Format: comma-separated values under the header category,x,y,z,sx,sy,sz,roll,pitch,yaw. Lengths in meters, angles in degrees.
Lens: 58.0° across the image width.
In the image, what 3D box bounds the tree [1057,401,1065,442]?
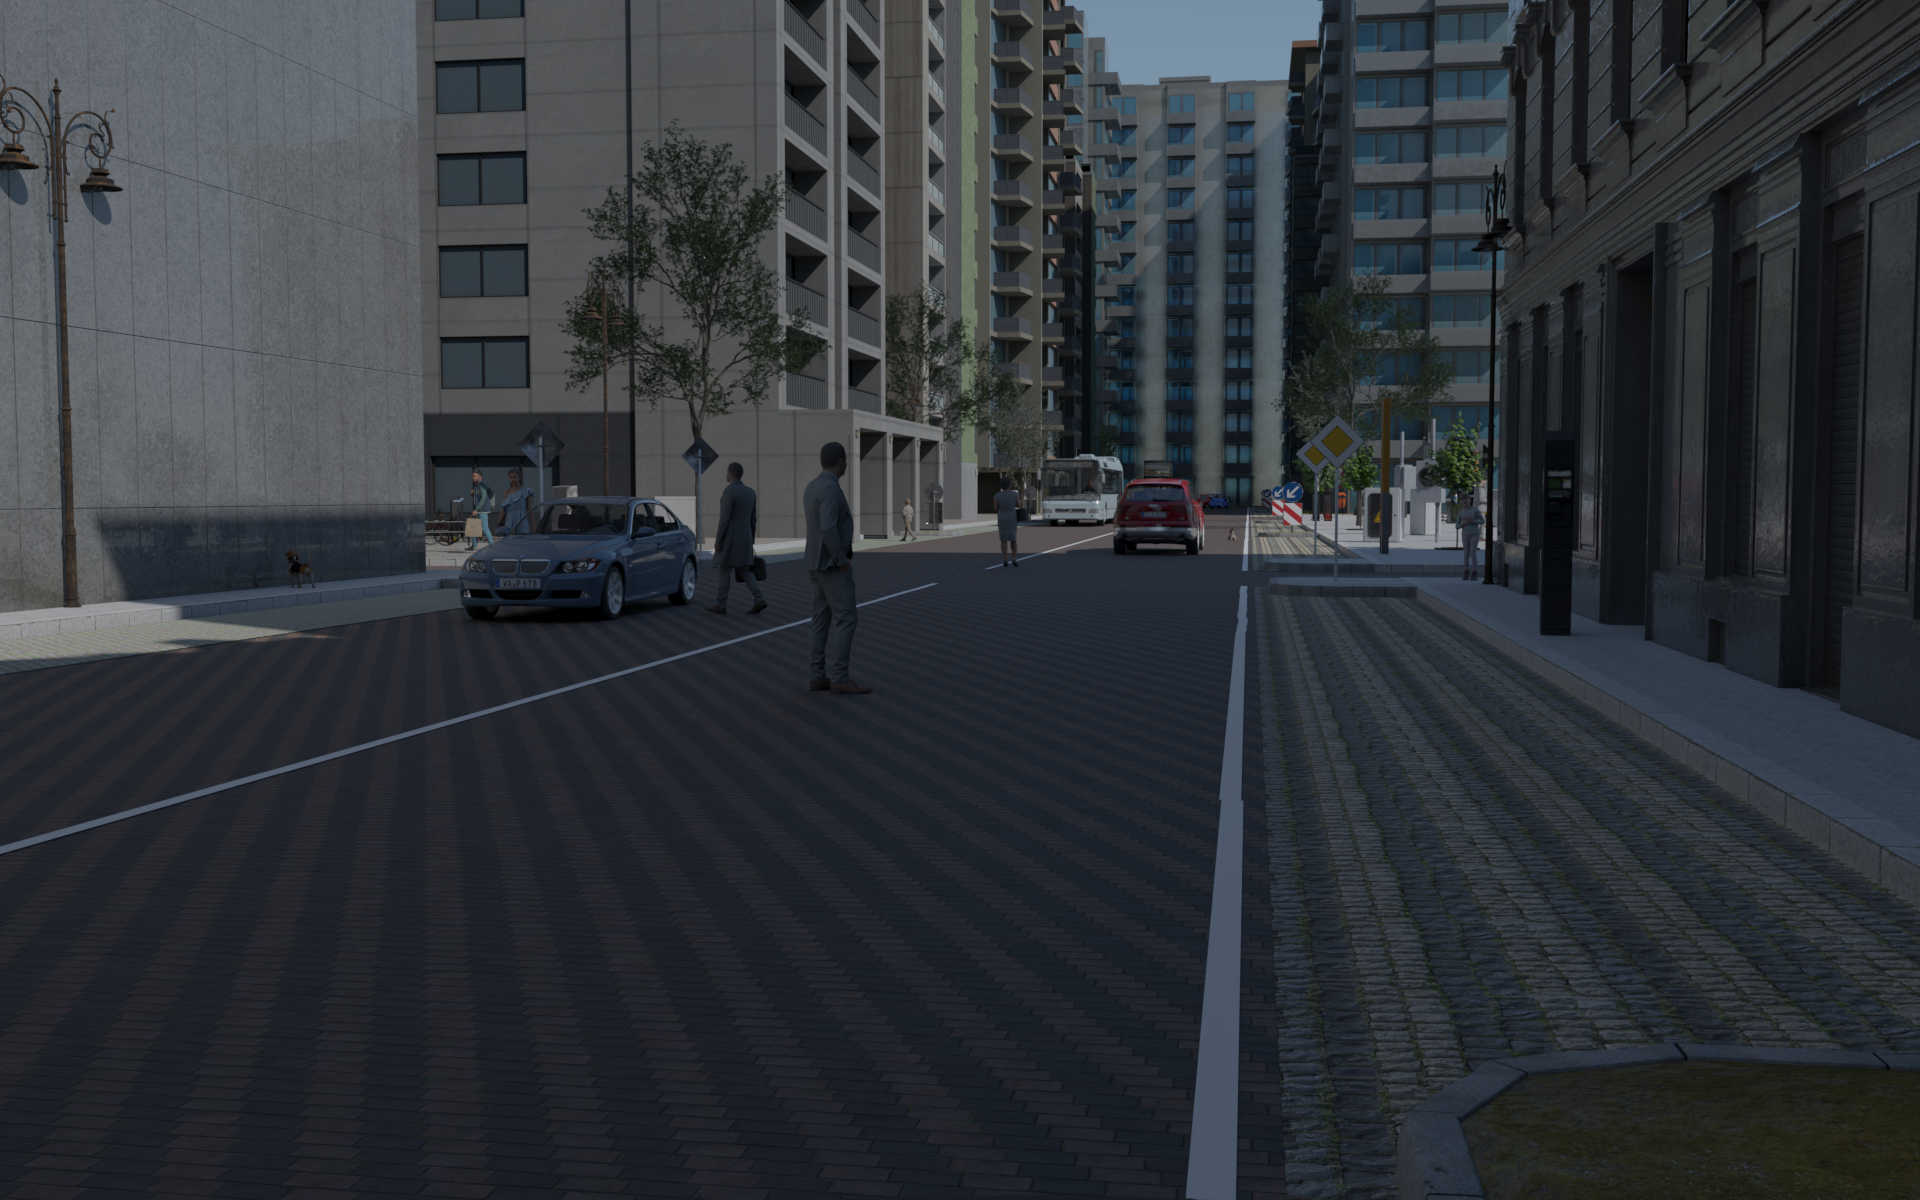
category,x,y,z,sx,sy,sz,roll,pitch,yaw
tree,4.280,-9.637,107.924,4.360,8.622,3.978,0,3,0

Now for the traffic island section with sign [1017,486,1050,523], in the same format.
category,x,y,z,sx,sy,sz,roll,pitch,yaw
traffic island section with sign,3.509,-4.737,86.076,1.989,1.847,2.006,1,4,9

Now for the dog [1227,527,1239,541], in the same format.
category,x,y,z,sx,sy,sz,roll,pitch,yaw
dog,8.525,-2.051,53.731,0.748,0.427,0.550,-3,5,-43

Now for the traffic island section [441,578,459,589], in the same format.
category,x,y,z,sx,sy,sz,roll,pitch,yaw
traffic island section,-6.629,-0.313,27.397,2.009,0.180,2.903,1,4,9

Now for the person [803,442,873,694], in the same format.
category,x,y,z,sx,sy,sz,roll,pitch,yaw
person,-0.944,-0.243,12.578,0.391,1.810,0.635,-2,4,-30

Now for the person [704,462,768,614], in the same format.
category,x,y,z,sx,sy,sz,roll,pitch,yaw
person,-2.691,-0.742,20.730,0.767,1.812,0.694,2,4,30

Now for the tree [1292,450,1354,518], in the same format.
category,x,y,z,sx,sy,sz,roll,pitch,yaw
tree,19.929,-6.810,95.063,4.285,4.588,4.351,0,3,0

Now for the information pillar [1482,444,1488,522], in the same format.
category,x,y,z,sx,sy,sz,roll,pitch,yaw
information pillar,24.499,-5.452,80.489,0.504,3.616,0.183,3,4,37

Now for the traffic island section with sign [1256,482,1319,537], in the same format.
category,x,y,z,sx,sy,sz,roll,pitch,yaw
traffic island section with sign,10.977,-3.009,57.832,1.989,1.847,2.006,1,4,9

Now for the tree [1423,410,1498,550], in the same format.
category,x,y,z,sx,sy,sz,roll,pitch,yaw
tree,11.592,-2.769,39.875,1.663,3.219,1.824,0,3,0

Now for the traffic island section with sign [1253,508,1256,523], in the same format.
category,x,y,z,sx,sy,sz,roll,pitch,yaw
traffic island section with sign,15.412,-4.637,84.435,1.989,1.847,2.006,1,4,9

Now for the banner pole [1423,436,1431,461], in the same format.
category,x,y,z,sx,sy,sz,roll,pitch,yaw
banner pole,20.183,-5.201,75.053,0.401,3.779,0.863,-1,4,-11

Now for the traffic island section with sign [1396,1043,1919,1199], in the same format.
category,x,y,z,sx,sy,sz,roll,pitch,yaw
traffic island section with sign,1.818,0.347,2.962,1.989,1.847,2.006,1,4,9

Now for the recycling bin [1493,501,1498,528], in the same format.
category,x,y,z,sx,sy,sz,roll,pitch,yaw
recycling bin,20.928,-3.293,66.390,0.722,1.027,0.722,3,4,38

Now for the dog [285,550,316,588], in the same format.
category,x,y,z,sx,sy,sz,roll,pitch,yaw
dog,-9.042,-0.421,23.714,0.540,0.507,0.406,0,4,3

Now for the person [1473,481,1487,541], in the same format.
category,x,y,z,sx,sy,sz,roll,pitch,yaw
person,14.180,-2.487,46.907,0.583,1.804,0.606,0,4,1

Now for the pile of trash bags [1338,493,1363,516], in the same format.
category,x,y,z,sx,sy,sz,roll,pitch,yaw
pile of trash bags,24.200,-5.755,103.839,3.447,1.369,1.912,-1,4,-9

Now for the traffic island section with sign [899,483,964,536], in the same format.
category,x,y,z,sx,sy,sz,roll,pitch,yaw
traffic island section with sign,-0.928,-3.111,59.487,1.989,1.847,2.006,1,4,9

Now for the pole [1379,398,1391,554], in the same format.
category,x,y,z,sx,sy,sz,roll,pitch,yaw
pole,9.069,-2.636,36.944,0.158,3.312,0.155,0,3,0

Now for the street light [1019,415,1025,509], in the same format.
category,x,y,z,sx,sy,sz,roll,pitch,yaw
street light,3.633,-7.849,101.123,0.468,5.910,1.993,1,4,9

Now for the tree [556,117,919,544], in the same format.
category,x,y,z,sx,sy,sz,roll,pitch,yaw
tree,-6.930,-6.704,44.023,8.767,10.594,7.601,3,4,39

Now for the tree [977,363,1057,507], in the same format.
category,x,y,z,sx,sy,sz,roll,pitch,yaw
tree,2.548,-8.868,95.361,4.360,8.622,3.978,0,3,0

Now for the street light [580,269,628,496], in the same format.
category,x,y,z,sx,sy,sz,roll,pitch,yaw
street light,-7.306,-3.849,35.717,0.468,5.910,1.993,1,4,9

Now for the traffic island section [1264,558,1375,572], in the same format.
category,x,y,z,sx,sy,sz,roll,pitch,yaw
traffic island section,6.859,-0.671,33.244,2.009,0.180,2.903,1,4,9

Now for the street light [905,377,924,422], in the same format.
category,x,y,z,sx,sy,sz,roll,pitch,yaw
street light,-1.792,-5.849,68.413,0.468,5.910,1.993,1,4,9

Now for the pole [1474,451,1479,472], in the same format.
category,x,y,z,sx,sy,sz,roll,pitch,yaw
pole,24.320,-5.371,81.662,0.158,3.312,0.155,0,3,0

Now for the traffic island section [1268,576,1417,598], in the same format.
category,x,y,z,sx,sy,sz,roll,pitch,yaw
traffic island section,5.544,-0.189,25.367,2.009,0.180,2.903,1,4,9

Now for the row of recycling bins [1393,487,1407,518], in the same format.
category,x,y,z,sx,sy,sz,roll,pitch,yaw
row of recycling bins,24.007,-5.368,94.884,1.069,1.692,3.534,1,4,12

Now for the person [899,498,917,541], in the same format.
category,x,y,z,sx,sy,sz,roll,pitch,yaw
person,-1.578,-2.408,52.146,0.640,1.303,0.475,2,4,25

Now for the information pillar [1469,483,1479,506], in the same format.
category,x,y,z,sx,sy,sz,roll,pitch,yaw
information pillar,17.096,-3.252,57.658,0.304,2.012,0.304,-3,5,-42

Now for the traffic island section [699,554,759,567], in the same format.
category,x,y,z,sx,sy,sz,roll,pitch,yaw
traffic island section,-5.314,-0.795,35.273,2.009,0.180,2.903,1,4,9

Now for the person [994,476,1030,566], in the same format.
category,x,y,z,sx,sy,sz,roll,pitch,yaw
person,1.028,-1.558,34.336,0.716,1.782,0.532,0,4,4

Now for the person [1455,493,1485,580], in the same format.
category,x,y,z,sx,sy,sz,roll,pitch,yaw
person,7.599,-0.947,25.801,0.425,1.301,0.394,1,4,14

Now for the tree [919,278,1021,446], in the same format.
category,x,y,z,sx,sy,sz,roll,pitch,yaw
tree,-1.322,-8.542,74.068,8.767,10.594,7.601,1,4,14

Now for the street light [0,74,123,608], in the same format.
category,x,y,z,sx,sy,sz,roll,pitch,yaw
street light,-10.044,-2.852,19.425,0.468,5.910,1.993,1,4,9

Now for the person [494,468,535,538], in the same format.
category,x,y,z,sx,sy,sz,roll,pitch,yaw
person,-6.446,-1.014,25.167,0.616,1.811,0.778,2,4,23

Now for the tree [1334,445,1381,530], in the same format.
category,x,y,z,sx,sy,sz,roll,pitch,yaw
tree,14.231,-4.095,61.555,1.663,3.219,1.824,0,3,0

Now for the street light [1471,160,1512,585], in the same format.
category,x,y,z,sx,sy,sz,roll,pitch,yaw
street light,7.510,-3.159,24.440,0.468,5.910,1.993,1,4,9

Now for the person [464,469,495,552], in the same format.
category,x,y,z,sx,sy,sz,roll,pitch,yaw
person,-10.432,-1.931,37.594,0.713,1.824,0.794,-1,4,-10
